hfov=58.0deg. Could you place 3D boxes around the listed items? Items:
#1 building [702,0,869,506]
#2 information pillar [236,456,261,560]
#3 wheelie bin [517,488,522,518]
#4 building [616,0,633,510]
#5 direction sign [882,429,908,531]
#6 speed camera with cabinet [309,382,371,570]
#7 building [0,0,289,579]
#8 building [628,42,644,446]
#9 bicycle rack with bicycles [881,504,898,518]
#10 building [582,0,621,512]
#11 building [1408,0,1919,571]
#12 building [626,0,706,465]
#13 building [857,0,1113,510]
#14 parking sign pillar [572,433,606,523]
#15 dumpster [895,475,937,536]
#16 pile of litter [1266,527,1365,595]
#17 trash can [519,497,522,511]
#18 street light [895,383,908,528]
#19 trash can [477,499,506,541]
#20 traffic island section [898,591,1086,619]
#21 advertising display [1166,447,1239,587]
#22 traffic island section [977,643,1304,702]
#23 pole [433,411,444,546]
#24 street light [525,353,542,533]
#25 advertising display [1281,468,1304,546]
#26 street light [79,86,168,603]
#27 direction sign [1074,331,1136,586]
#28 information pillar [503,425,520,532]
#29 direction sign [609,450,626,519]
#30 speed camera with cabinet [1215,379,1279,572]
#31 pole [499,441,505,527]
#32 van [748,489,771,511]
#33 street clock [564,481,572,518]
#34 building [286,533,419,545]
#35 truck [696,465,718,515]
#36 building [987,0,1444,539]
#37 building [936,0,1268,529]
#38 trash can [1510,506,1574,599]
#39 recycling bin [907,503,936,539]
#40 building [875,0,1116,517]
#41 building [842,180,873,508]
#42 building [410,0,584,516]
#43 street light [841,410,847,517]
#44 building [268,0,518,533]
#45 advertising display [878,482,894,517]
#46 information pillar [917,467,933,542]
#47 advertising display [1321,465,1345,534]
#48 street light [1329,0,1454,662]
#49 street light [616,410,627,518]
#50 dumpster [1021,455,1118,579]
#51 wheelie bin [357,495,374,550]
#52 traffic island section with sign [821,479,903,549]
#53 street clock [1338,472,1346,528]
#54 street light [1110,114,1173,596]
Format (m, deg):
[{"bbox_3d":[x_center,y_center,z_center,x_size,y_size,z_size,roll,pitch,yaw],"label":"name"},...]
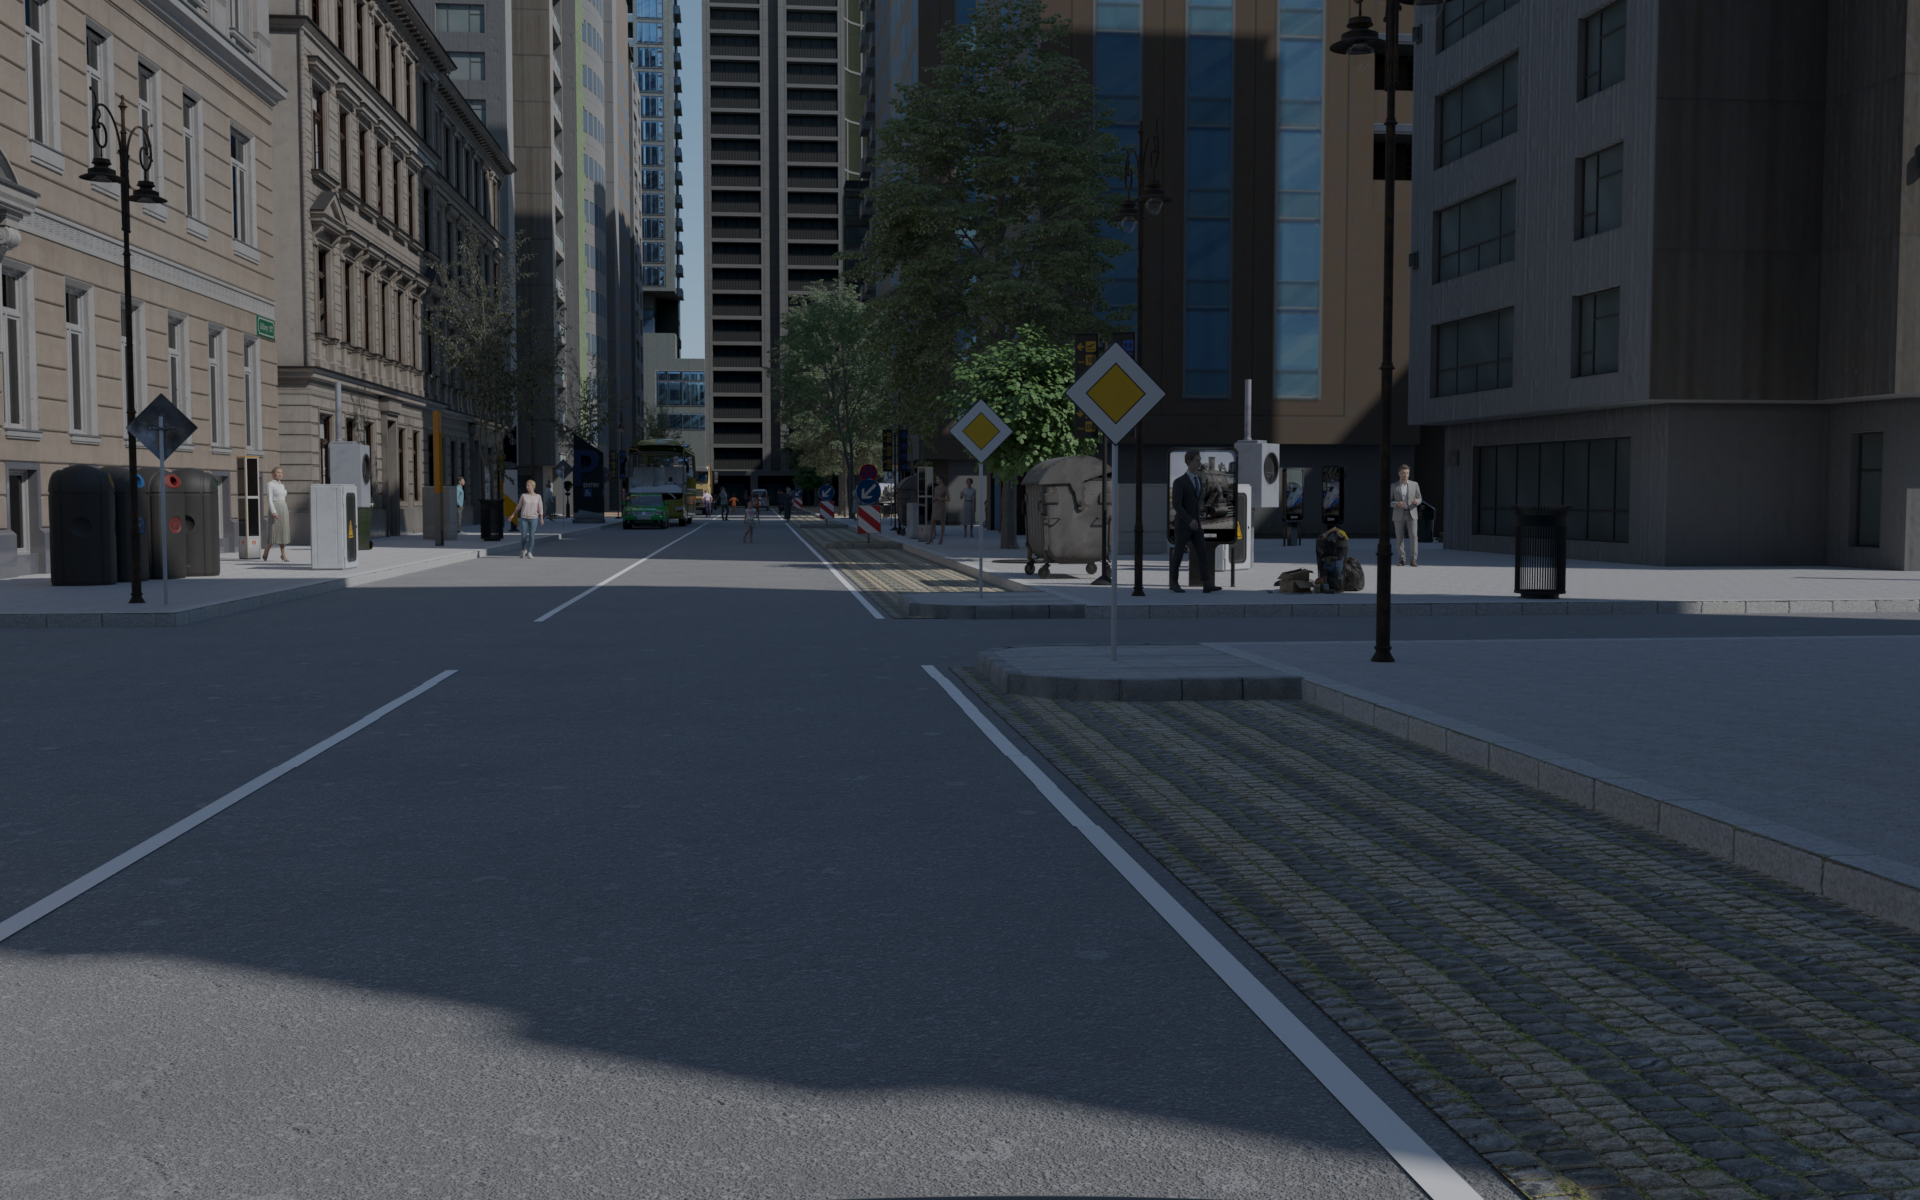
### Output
[{"bbox_3d":[-17.711,-46.053,191.224,20.611,71.187,20.563,0,4,-7],"label":"building"},{"bbox_3d":[-13.919,-1.798,33.891,0.304,2.012,0.304,2,4,35],"label":"information pillar"},{"bbox_3d":[-23.677,-5.150,92.104,0.980,1.594,0.693,3,5,42],"label":"wheelie bin"},{"bbox_3d":[-34.760,-30.150,143.058,14.600,45.320,14.200,0,4,-7],"label":"building"},{"bbox_3d":[-2.274,-4.201,60.684,0.876,3.537,0.379,0,4,-2],"label":"direction sign"},{"bbox_3d":[-10.711,-2.180,29.978,0.660,3.252,2.038,0,4,-6],"label":"speed camera with cabinet"},{"bbox_3d":[-21.365,-14.971,30.687,13.634,28.700,20.117,0,4,-7],"label":"building"},{"bbox_3d":[-36.378,-29.074,158.959,14.086,41.232,14.154,0,4,-7],"label":"building"},{"bbox_3d":[-2.507,-4.817,92.148,2.925,0.926,2.852,1,4,21],"label":"bicycle rack with bicycles"},{"bbox_3d":[-35.611,-35.388,120.588,21.231,58.520,28.212,0,4,-7],"label":"building"},{"bbox_3d":[18.007,-16.012,33.495,14.107,30.474,14.160,0,4,-7],"label":"building"},{"bbox_3d":[-43.327,-53.515,187.645,31.000,86.520,22.319,0,4,-7],"label":"building"},{"bbox_3d":[3.452,-31.833,140.078,23.786,49.044,30.456,0,4,-7],"label":"building"},{"bbox_3d":[-16.340,-5.362,76.140,1.447,3.967,1.447,0,4,-1],"label":"parking sign pillar"},{"bbox_3d":[-1.324,-2.940,53.830,1.264,1.857,1.865,0,4,-6],"label":"dumpster"},{"bbox_3d":[4.650,-0.540,22.788,1.719,0.858,1.176,-2,4,-34],"label":"pile of litter"},{"bbox_3d":[-19.373,-4.032,77.577,0.748,1.137,0.748,0,3,0],"label":"trash can"},{"bbox_3d":[-2.050,-5.255,58.704,0.468,5.910,1.993,0,4,-7],"label":"street light"},{"bbox_3d":[-12.744,-2.171,47.151,0.748,1.137,0.748,0,3,0],"label":"trash can"},{"bbox_3d":[0.300,0.062,21.273,2.009,0.180,2.903,0,4,-7],"label":"traffic island section"},{"bbox_3d":[3.342,-1.143,23.903,0.974,1.923,0.123,0,4,3],"label":"advertising display"},{"bbox_3d":[1.229,0.547,13.342,2.009,0.180,2.903,0,4,-7],"label":"traffic island section"},{"bbox_3d":[-12.826,-2.982,42.592,0.158,3.312,0.155,0,3,0],"label":"pole"},{"bbox_3d":[-14.045,-5.143,56.884,0.468,5.910,1.993,0,4,-7],"label":"street light"},{"bbox_3d":[8.220,-2.298,42.792,0.123,1.923,0.974,3,4,37],"label":"advertising display"},{"bbox_3d":[-9.695,-2.901,20.222,0.468,5.910,1.993,0,4,-7],"label":"street light"},{"bbox_3d":[2.032,-1.978,24.339,0.876,3.537,0.379,1,4,19],"label":"direction sign"},{"bbox_3d":[-15.302,-4.137,58.991,0.504,3.616,0.183,-3,5,-39],"label":"information pillar"},{"bbox_3d":[-17.728,-5.979,89.749,0.876,3.537,0.379,1,4,8],"label":"direction sign"},{"bbox_3d":[4.720,-2.140,29.327,0.660,3.252,2.038,3,4,36],"label":"speed camera with cabinet"},{"bbox_3d":[-17.650,-4.456,66.696,0.158,3.312,0.155,0,3,0],"label":"pole"},{"bbox_3d":[-17.479,-8.805,150.980,2.013,2.044,4.112,0,4,-7],"label":"van"},{"bbox_3d":[-21.241,-5.458,93.801,0.471,2.002,0.358,-2,4,-32],"label":"street clock"},{"bbox_3d":[-21.813,-11.413,51.235,10.561,19.102,19.286,0,4,-7],"label":"building"},{"bbox_3d":[-18.199,-7.463,117.947,3.469,3.379,9.791,0,4,-7],"label":"truck"},{"bbox_3d":[8.241,-24.753,54.829,14.600,45.320,14.200,0,4,-7],"label":"building"},{"bbox_3d":[4.368,-26.090,76.687,14.600,45.320,14.200,0,4,-7],"label":"building"},{"bbox_3d":[7.152,-0.592,21.333,0.748,1.137,0.748,0,3,0],"label":"trash can"},{"bbox_3d":[-1.114,-2.271,49.678,0.722,1.027,0.722,-1,4,-11],"label":"recycling bin"},{"bbox_3d":[1.682,-28.547,116.849,14.600,45.320,14.200,0,4,-7],"label":"building"},{"bbox_3d":[-4.075,-23.903,162.518,14.160,30.474,14.107,0,4,-7],"label":"building"},{"bbox_3d":[-29.475,-25.482,100.232,14.154,41.232,14.086,0,4,-7],"label":"building"},{"bbox_3d":[-6.354,-7.497,95.371,0.468,5.910,1.993,0,4,-7],"label":"street light"},{"bbox_3d":[-24.622,-12.590,70.467,10.561,19.102,19.286,0,4,-7],"label":"building"},{"bbox_3d":[-4.054,-5.506,95.233,0.974,1.923,0.123,-2,4,-26],"label":"advertising display"},{"bbox_3d":[-0.926,-2.562,46.382,0.304,2.012,0.304,3,4,38],"label":"information pillar"},{"bbox_3d":[8.455,-2.084,39.280,0.123,1.923,0.974,-1,4,-12],"label":"advertising display"},{"bbox_3d":[3.240,-2.465,13.096,0.468,5.910,1.993,0,4,-7],"label":"street light"},{"bbox_3d":[-18.352,-7.412,93.973,0.468,5.910,1.993,0,4,-7],"label":"street light"},{"bbox_3d":[1.694,-1.285,26.770,1.264,1.857,1.865,0,4,-7],"label":"dumpster"},{"bbox_3d":[-13.882,-1.935,39.537,0.693,1.594,0.980,2,4,29],"label":"wheelie bin"},{"bbox_3d":[-2.564,-2.270,45.746,1.989,1.847,2.006,0,4,-7],"label":"traffic island section with sign"},{"bbox_3d":[9.825,-2.484,45.191,0.471,2.002,0.358,1,4,11],"label":"street clock"},{"bbox_3d":[2.245,-2.987,21.621,0.468,5.910,1.993,0,4,-7],"label":"street light"}]
